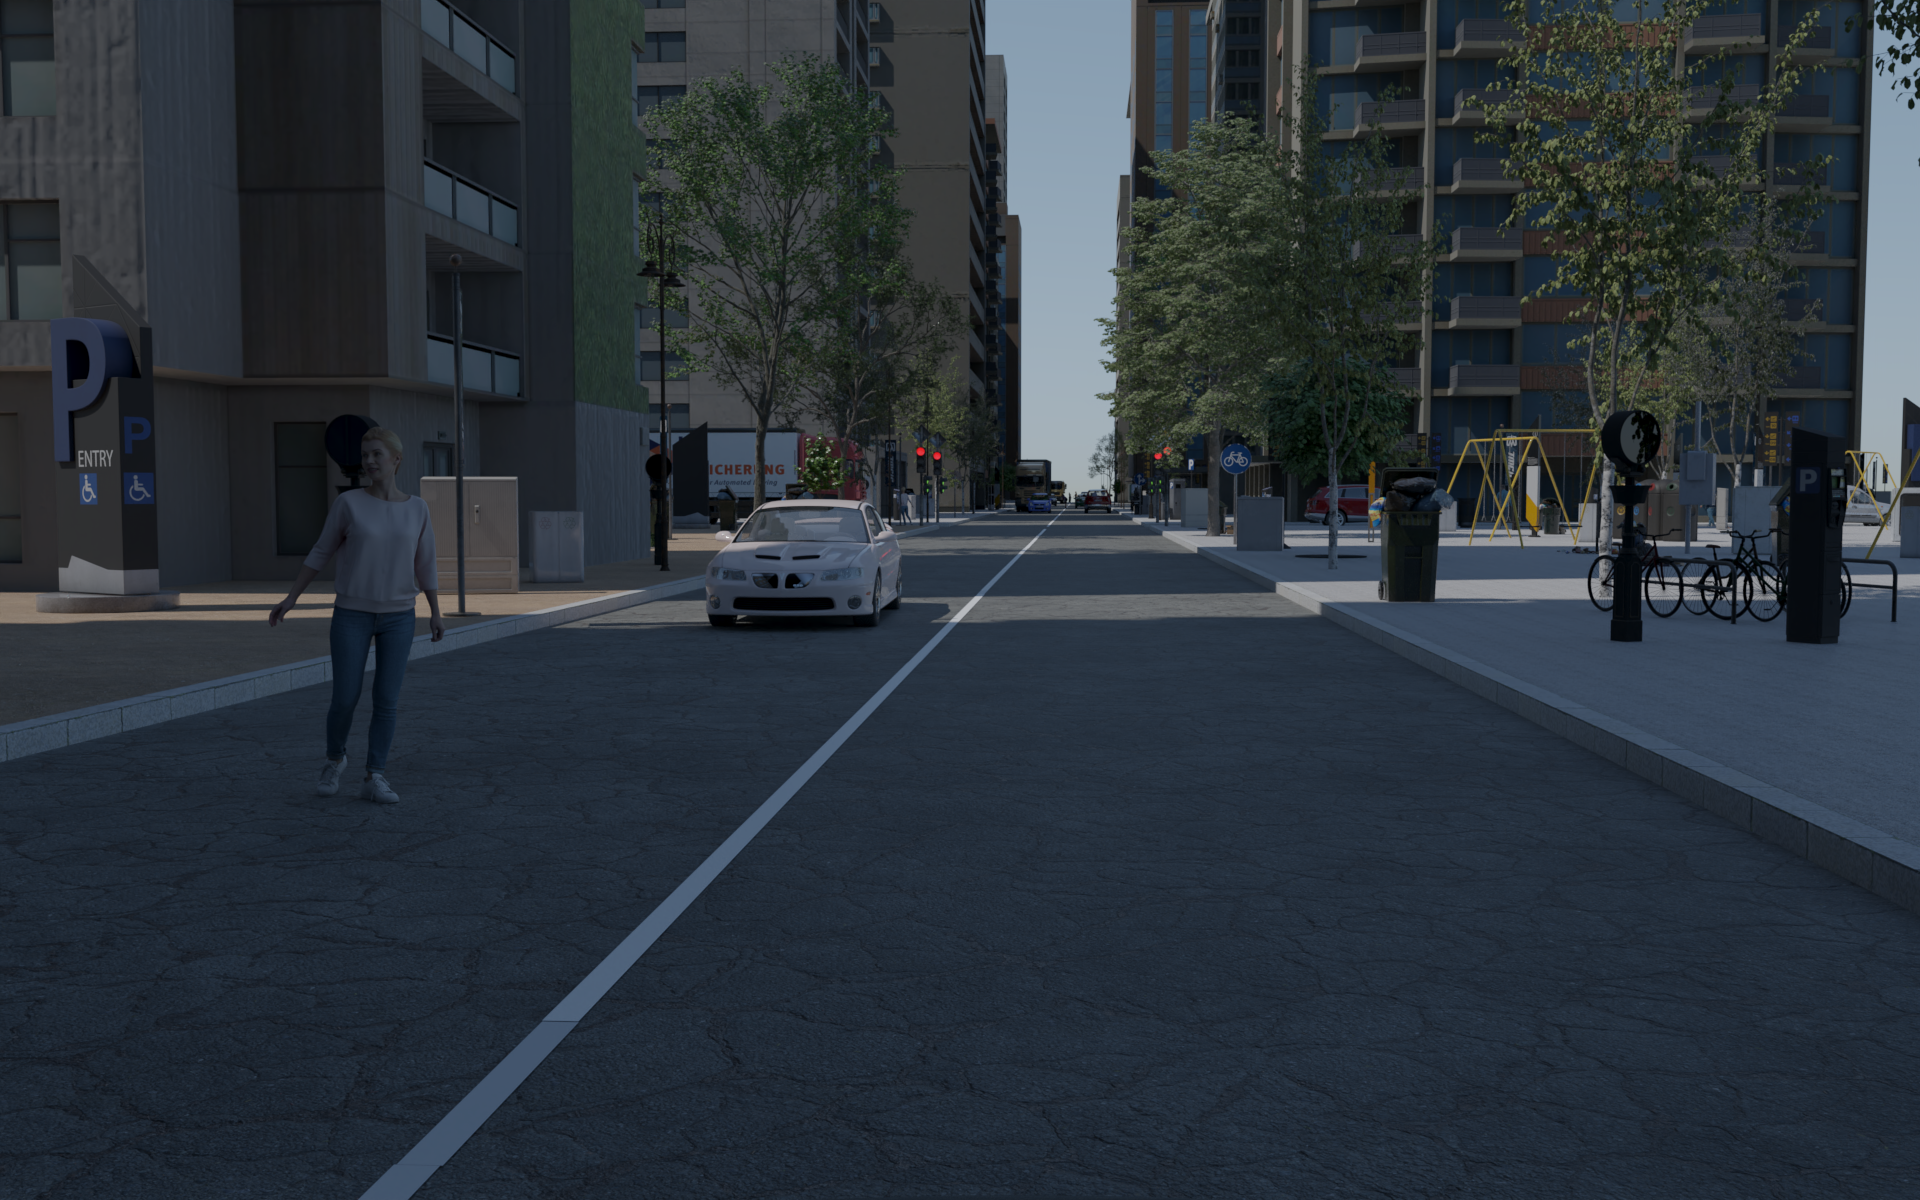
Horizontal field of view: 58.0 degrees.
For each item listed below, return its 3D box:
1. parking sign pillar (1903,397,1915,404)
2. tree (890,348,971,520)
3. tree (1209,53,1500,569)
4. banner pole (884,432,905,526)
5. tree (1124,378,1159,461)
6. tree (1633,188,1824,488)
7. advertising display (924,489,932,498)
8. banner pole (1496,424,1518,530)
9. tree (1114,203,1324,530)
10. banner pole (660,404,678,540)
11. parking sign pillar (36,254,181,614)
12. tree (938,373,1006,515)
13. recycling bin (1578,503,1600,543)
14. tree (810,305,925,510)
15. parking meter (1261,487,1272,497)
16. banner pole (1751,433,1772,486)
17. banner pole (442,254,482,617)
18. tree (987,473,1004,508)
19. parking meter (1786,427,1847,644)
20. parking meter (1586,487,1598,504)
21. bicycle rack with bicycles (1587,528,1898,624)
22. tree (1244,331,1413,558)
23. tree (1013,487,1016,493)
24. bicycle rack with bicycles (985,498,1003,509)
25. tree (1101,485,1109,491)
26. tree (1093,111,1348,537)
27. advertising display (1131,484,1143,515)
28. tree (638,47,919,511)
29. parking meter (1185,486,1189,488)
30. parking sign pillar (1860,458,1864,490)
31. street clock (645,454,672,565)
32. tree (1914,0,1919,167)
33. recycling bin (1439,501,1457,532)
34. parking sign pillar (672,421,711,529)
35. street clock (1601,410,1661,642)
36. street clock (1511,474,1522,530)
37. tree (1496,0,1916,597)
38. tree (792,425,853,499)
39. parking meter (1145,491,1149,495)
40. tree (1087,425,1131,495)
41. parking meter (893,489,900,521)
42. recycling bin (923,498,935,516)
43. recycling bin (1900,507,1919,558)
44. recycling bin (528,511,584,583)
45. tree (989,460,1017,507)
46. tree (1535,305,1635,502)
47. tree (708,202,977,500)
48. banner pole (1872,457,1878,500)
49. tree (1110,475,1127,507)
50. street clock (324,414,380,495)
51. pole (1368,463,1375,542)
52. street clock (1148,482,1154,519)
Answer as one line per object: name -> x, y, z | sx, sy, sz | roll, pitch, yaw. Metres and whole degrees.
parking sign pillar -> 26.988, -3.659, 48.303 | 1.447, 3.967, 1.447 | 0, 4, -1
tree -> -1.272, -8.323, 86.448 | 4.737, 8.622, 4.395 | 0, 3, 0
tree -> 6.308, -4.816, 29.107 | 4.737, 8.622, 4.395 | 0, 3, 0
banner pole -> -2.642, -4.896, 70.059 | 0.863, 3.779, 0.401 | 0, 4, 3
tree -> 11.340, -9.014, 97.748 | 4.737, 8.622, 4.395 | 0, 3, 0
tree -> 19.034, -5.631, 42.424 | 4.360, 8.622, 3.978 | 0, 3, 0
advertising display -> -2.113, -6.683, 114.487 | 0.123, 1.923, 0.974 | 2, 4, 28
banner pole -> 19.549, -4.397, 61.905 | 0.863, 3.779, 0.401 | 3, 5, 44
tree -> 9.190, -8.351, 62.287 | 9.928, 11.665, 9.643 | 0, 3, 0
banner pole -> -8.212, -3.574, 48.456 | 0.401, 3.779, 0.863 | -2, 4, -35
parking sign pillar -> -9.469, -1.877, 19.158 | 1.447, 3.967, 1.447 | 2, 4, 34
tree -> 0.266, -9.445, 104.784 | 4.360, 8.622, 3.978 | 0, 3, 0
recycling bin -> 16.888, -2.055, 46.147 | 0.722, 1.027, 0.722 | 2, 4, 24
tree -> -3.524, -7.107, 66.563 | 4.360, 8.622, 3.978 | 0, 3, 0
parking meter -> 10.530, -3.122, 59.452 | 0.372, 1.533, 0.369 | 0, 3, 0
banner pole -> 28.791, -4.405, 62.036 | 0.863, 3.779, 0.401 | 0, 4, 6
banner pole -> -5.297, -1.735, 18.381 | 0.401, 3.779, 0.863 | -1, 4, -11
tree -> 3.288, -10.223, 161.750 | 1.663, 3.219, 1.824 | 0, 3, 0
parking meter -> 7.375, -0.562, 14.907 | 0.255, 1.863, 0.399 | -2, 4, -30
parking meter -> 21.648, -3.117, 59.373 | 0.372, 1.533, 0.369 | 0, 3, 0
bicycle rack with bicycles -> 8.250, -0.276, 17.889 | 2.852, 0.926, 2.925 | -1, 4, -8
tree -> 7.454, -3.142, 35.080 | 4.285, 4.588, 4.351 | 0, 3, 0
tree -> 6.768, -12.690, 202.088 | 1.663, 3.219, 1.824 | 0, 3, 0
bicycle rack with bicycles -> 2.667, -8.220, 147.786 | 2.852, 0.926, 2.925 | 0, 4, 2
tree -> 25.412, -19.168, 308.002 | 1.663, 3.219, 1.824 | 0, 3, 0
tree -> 8.052, -8.177, 51.828 | 7.486, 12.596, 7.792 | 0, 3, 0
advertising display -> 10.961, -6.249, 107.384 | 0.123, 1.923, 0.974 | -3, 4, -37
tree -> -4.594, -7.030, 40.694 | 9.928, 11.665, 9.643 | 0, 3, 0
parking meter -> 16.934, -7.596, 129.909 | 0.399, 1.863, 0.255 | 3, 4, 36
parking sign pillar -> 48.597, -6.473, 94.306 | 1.447, 3.967, 1.447 | 0, 4, -5
street clock -> -5.427, -1.631, 31.230 | 0.471, 2.002, 0.358 | -1, 4, -12
tree -> 8.331, -3.755, 11.755 | 4.737, 8.622, 4.395 | 0, 3, 0
recycling bin -> 16.551, -2.859, 59.297 | 0.722, 1.027, 0.722 | 0, 4, 1
parking sign pillar -> -9.994, -4.638, 64.302 | 1.447, 3.967, 1.447 | 0, 4, -1
street clock -> 5.814, -0.641, 15.054 | 0.471, 2.002, 0.358 | -2, 4, -23
street clock -> 19.607, -3.457, 61.095 | 0.358, 2.002, 0.471 | 0, 4, -2
tree -> 8.267, -4.338, 21.292 | 4.737, 8.622, 4.395 | 0, 3, 0
tree -> -4.048, -3.327, 49.003 | 1.663, 3.219, 1.824 | 0, 3, 0
parking meter -> 12.787, -6.684, 117.700 | 0.372, 1.533, 0.369 | 0, 3, 0
tree -> 20.616, -18.397, 235.196 | 7.601, 10.594, 8.767 | 1, 4, 17
parking meter -> -3.046, -4.634, 84.171 | 0.372, 1.533, 0.369 | 0, 3, 0
recycling bin -> -1.907, -5.385, 100.595 | 0.722, 1.027, 0.722 | -1, 4, -18
recycling bin -> 19.407, -1.358, 34.765 | 0.722, 1.027, 0.722 | -2, 4, -34
recycling bin -> -5.894, -0.778, 25.272 | 0.722, 1.027, 0.722 | -1, 4, -19
tree -> 4.406, -11.215, 167.081 | 4.285, 4.588, 4.351 | 0, 3, 0
tree -> 23.965, -7.021, 65.156 | 4.360, 8.622, 3.978 | 0, 3, 0
tree -> -3.886, -7.416, 55.666 | 8.767, 10.594, 7.601 | -1, 4, -9
banner pole -> 61.567, -7.741, 116.589 | 0.401, 3.779, 0.863 | 0, 4, 8
tree -> 18.046, -12.282, 195.414 | 1.663, 3.219, 1.824 | 0, 3, 0
street clock -> -5.522, -0.689, 15.837 | 0.471, 2.002, 0.358 | 1, 4, 9
pole -> 10.910, -3.182, 45.863 | 0.158, 3.312, 0.155 | 0, 3, 0
street clock -> 9.925, -5.218, 89.890 | 0.358, 2.002, 0.471 | 2, 4, 26
